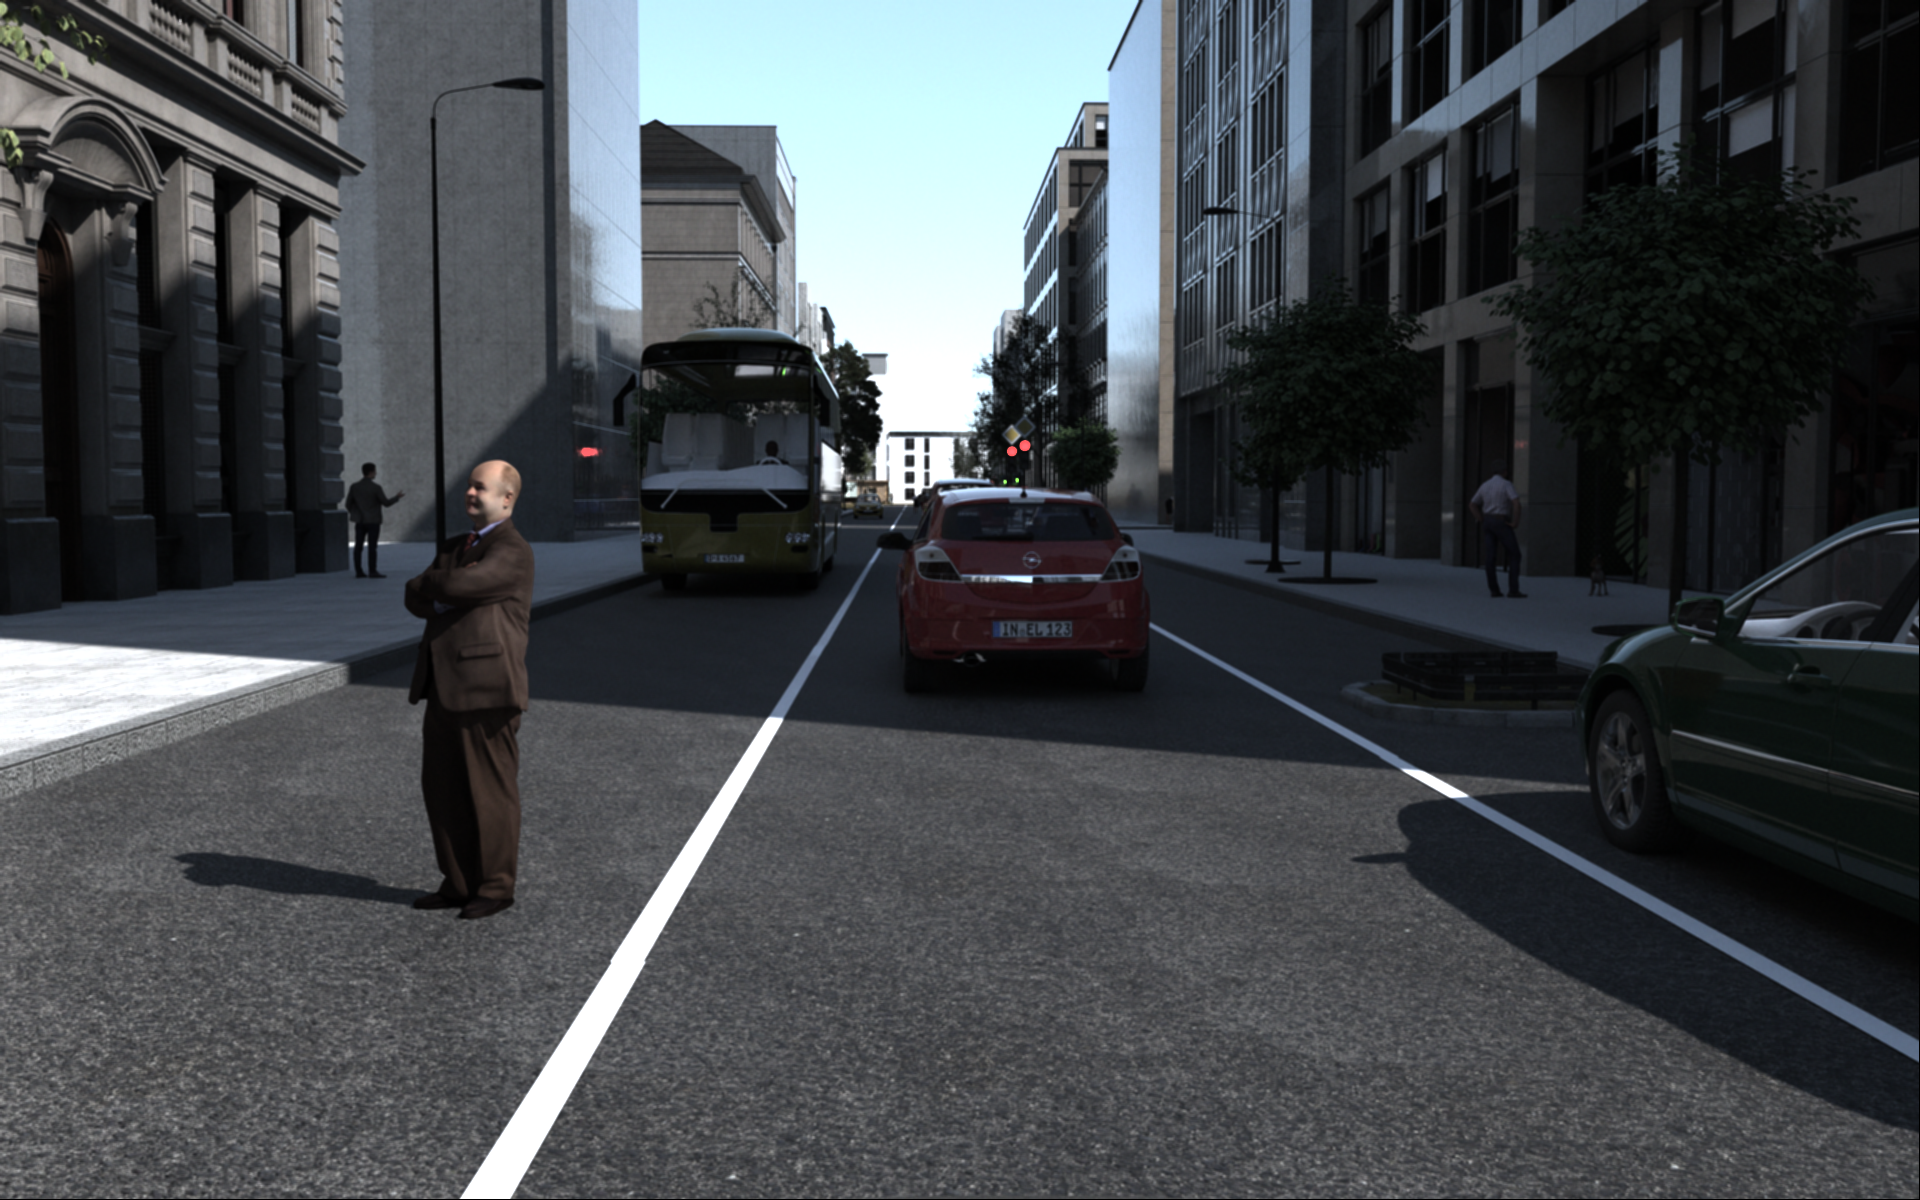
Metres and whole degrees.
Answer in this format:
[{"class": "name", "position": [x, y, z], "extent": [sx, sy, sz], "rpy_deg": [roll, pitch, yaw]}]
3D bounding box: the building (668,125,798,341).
[{"class": "building", "position": [-18.007, -18.543, 121.205], "extent": [12.078, 24.808, 19.932], "rpy_deg": [0, 4, -2]}]

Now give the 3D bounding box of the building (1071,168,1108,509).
[{"class": "building", "position": [12.189, -15.434, 101.503], "extent": [9.793, 20.994, 18.267], "rpy_deg": [0, 4, -2]}]

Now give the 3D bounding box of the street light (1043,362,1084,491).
[{"class": "street light", "position": [3.790, -5.419, 61.137], "extent": [1.470, 5.913, 1.316], "rpy_deg": [0, 4, -2]}]

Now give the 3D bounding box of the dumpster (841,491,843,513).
[{"class": "dumpster", "position": [-8.332, -6.567, 113.129], "extent": [1.264, 1.857, 1.865], "rpy_deg": [0, 4, -1]}]

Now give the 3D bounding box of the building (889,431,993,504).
[{"class": "building", "position": [4.432, -17.996, 236.379], "extent": [28.070, 9.664, 9.099], "rpy_deg": [0, 4, -2]}]

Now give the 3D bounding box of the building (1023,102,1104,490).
[{"class": "building", "position": [15.351, -19.760, 127.592], "extent": [19.350, 26.468, 34.151], "rpy_deg": [0, 4, -2]}]

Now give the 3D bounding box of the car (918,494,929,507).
[{"class": "car", "position": [-3.879, -11.020, 192.172], "extent": [2.014, 1.417, 4.499], "rpy_deg": [0, 4, -1]}]

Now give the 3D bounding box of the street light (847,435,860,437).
[{"class": "street light", "position": [-8.475, -9.951, 135.237], "extent": [1.470, 5.913, 1.316], "rpy_deg": [0, 4, -2]}]

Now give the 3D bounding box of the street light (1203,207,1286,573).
[{"class": "street light", "position": [4.624, -3.404, 28.191], "extent": [1.470, 5.913, 1.316], "rpy_deg": [0, 4, -2]}]

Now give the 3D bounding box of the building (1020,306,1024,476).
[{"class": "building", "position": [13.422, -18.129, 152.825], "extent": [16.016, 20.091, 11.380], "rpy_deg": [0, 4, -2]}]

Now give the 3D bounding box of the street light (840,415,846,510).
[{"class": "street light", "position": [-7.572, -7.917, 101.980], "extent": [1.470, 5.913, 1.316], "rpy_deg": [0, 4, -2]}]

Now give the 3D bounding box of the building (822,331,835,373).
[{"class": "building", "position": [-21.656, -19.873, 181.339], "extent": [16.016, 20.091, 11.380], "rpy_deg": [0, 4, -2]}]

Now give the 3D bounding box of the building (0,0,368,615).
[{"class": "building", "position": [-14.861, -11.642, 19.231], "extent": [11.050, 23.489, 19.941], "rpy_deg": [0, 4, -2]}]

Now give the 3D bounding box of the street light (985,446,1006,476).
[{"class": "street light", "position": [2.364, -8.431, 110.395], "extent": [1.470, 5.913, 1.316], "rpy_deg": [0, 4, -2]}]

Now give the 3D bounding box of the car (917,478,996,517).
[{"class": "car", "position": [0.084, -2.076, 42.612], "extent": [2.281, 1.827, 5.304], "rpy_deg": [0, 4, -1]}]

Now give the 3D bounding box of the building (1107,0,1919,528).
[{"class": "building", "position": [24.958, -16.919, 81.143], "extent": [34.151, 26.468, 19.350], "rpy_deg": [0, 4, -2]}]

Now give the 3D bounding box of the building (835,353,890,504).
[{"class": "building", "position": [-15.403, -23.354, 238.257], "extent": [11.380, 20.091, 16.016], "rpy_deg": [0, 4, -2]}]

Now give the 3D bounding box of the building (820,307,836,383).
[{"class": "building", "position": [-31.251, -21.921, 202.384], "extent": [32.646, 21.610, 27.936], "rpy_deg": [0, 4, -2]}]

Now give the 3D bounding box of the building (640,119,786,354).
[{"class": "building", "position": [-15.840, -14.684, 90.993], "extent": [10.553, 20.767, 40.483], "rpy_deg": [0, 4, -2]}]

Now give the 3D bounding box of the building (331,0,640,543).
[{"class": "building", "position": [-20.305, -14.237, 50.801], "extent": [19.932, 24.808, 12.078], "rpy_deg": [0, 4, -2]}]

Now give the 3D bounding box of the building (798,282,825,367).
[{"class": "building", "position": [-21.517, -17.950, 159.945], "extent": [16.747, 18.905, 31.486], "rpy_deg": [0, 4, -2]}]

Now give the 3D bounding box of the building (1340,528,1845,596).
[{"class": "building", "position": [18.540, -13.250, 21.161], "extent": [19.350, 26.468, 34.151], "rpy_deg": [0, 4, -2]}]

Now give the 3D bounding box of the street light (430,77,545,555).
[{"class": "street light", "position": [-5.330, -2.870, 19.464], "extent": [1.470, 5.913, 1.316], "rpy_deg": [0, 4, -2]}]

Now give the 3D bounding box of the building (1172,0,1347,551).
[{"class": "building", "position": [13.463, -14.073, 48.119], "extent": [12.078, 24.808, 19.932], "rpy_deg": [0, 4, -2]}]

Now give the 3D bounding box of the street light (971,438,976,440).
[{"class": "street light", "position": [1.598, -10.495, 144.135], "extent": [1.470, 5.913, 1.316], "rpy_deg": [0, 4, -2]}]

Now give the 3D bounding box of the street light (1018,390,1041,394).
[{"class": "street light", "position": [3.282, -6.416, 77.450], "extent": [1.470, 5.913, 1.316], "rpy_deg": [0, 4, -2]}]

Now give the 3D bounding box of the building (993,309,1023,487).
[{"class": "building", "position": [12.390, -18.824, 174.235], "extent": [16.747, 18.905, 31.486], "rpy_deg": [0, 4, -2]}]

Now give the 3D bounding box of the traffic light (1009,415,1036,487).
[{"class": "traffic light", "position": [2.254, -4.395, 61.110], "extent": [0.839, 4.213, 0.868], "rpy_deg": [0, 4, -2]}]

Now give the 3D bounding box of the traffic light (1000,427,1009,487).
[{"class": "traffic light", "position": [2.038, -4.884, 69.092], "extent": [0.839, 4.213, 0.868], "rpy_deg": [0, 4, -2]}]

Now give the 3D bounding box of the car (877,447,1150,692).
[{"class": "car", "position": [0.401, -0.305, 14.035], "extent": [2.155, 1.783, 4.494], "rpy_deg": [0, 4, -3]}]

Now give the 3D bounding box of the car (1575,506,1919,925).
[{"class": "car", "position": [3.606, 0.381, 5.564], "extent": [2.131, 1.459, 4.920], "rpy_deg": [0, 4, -2]}]
